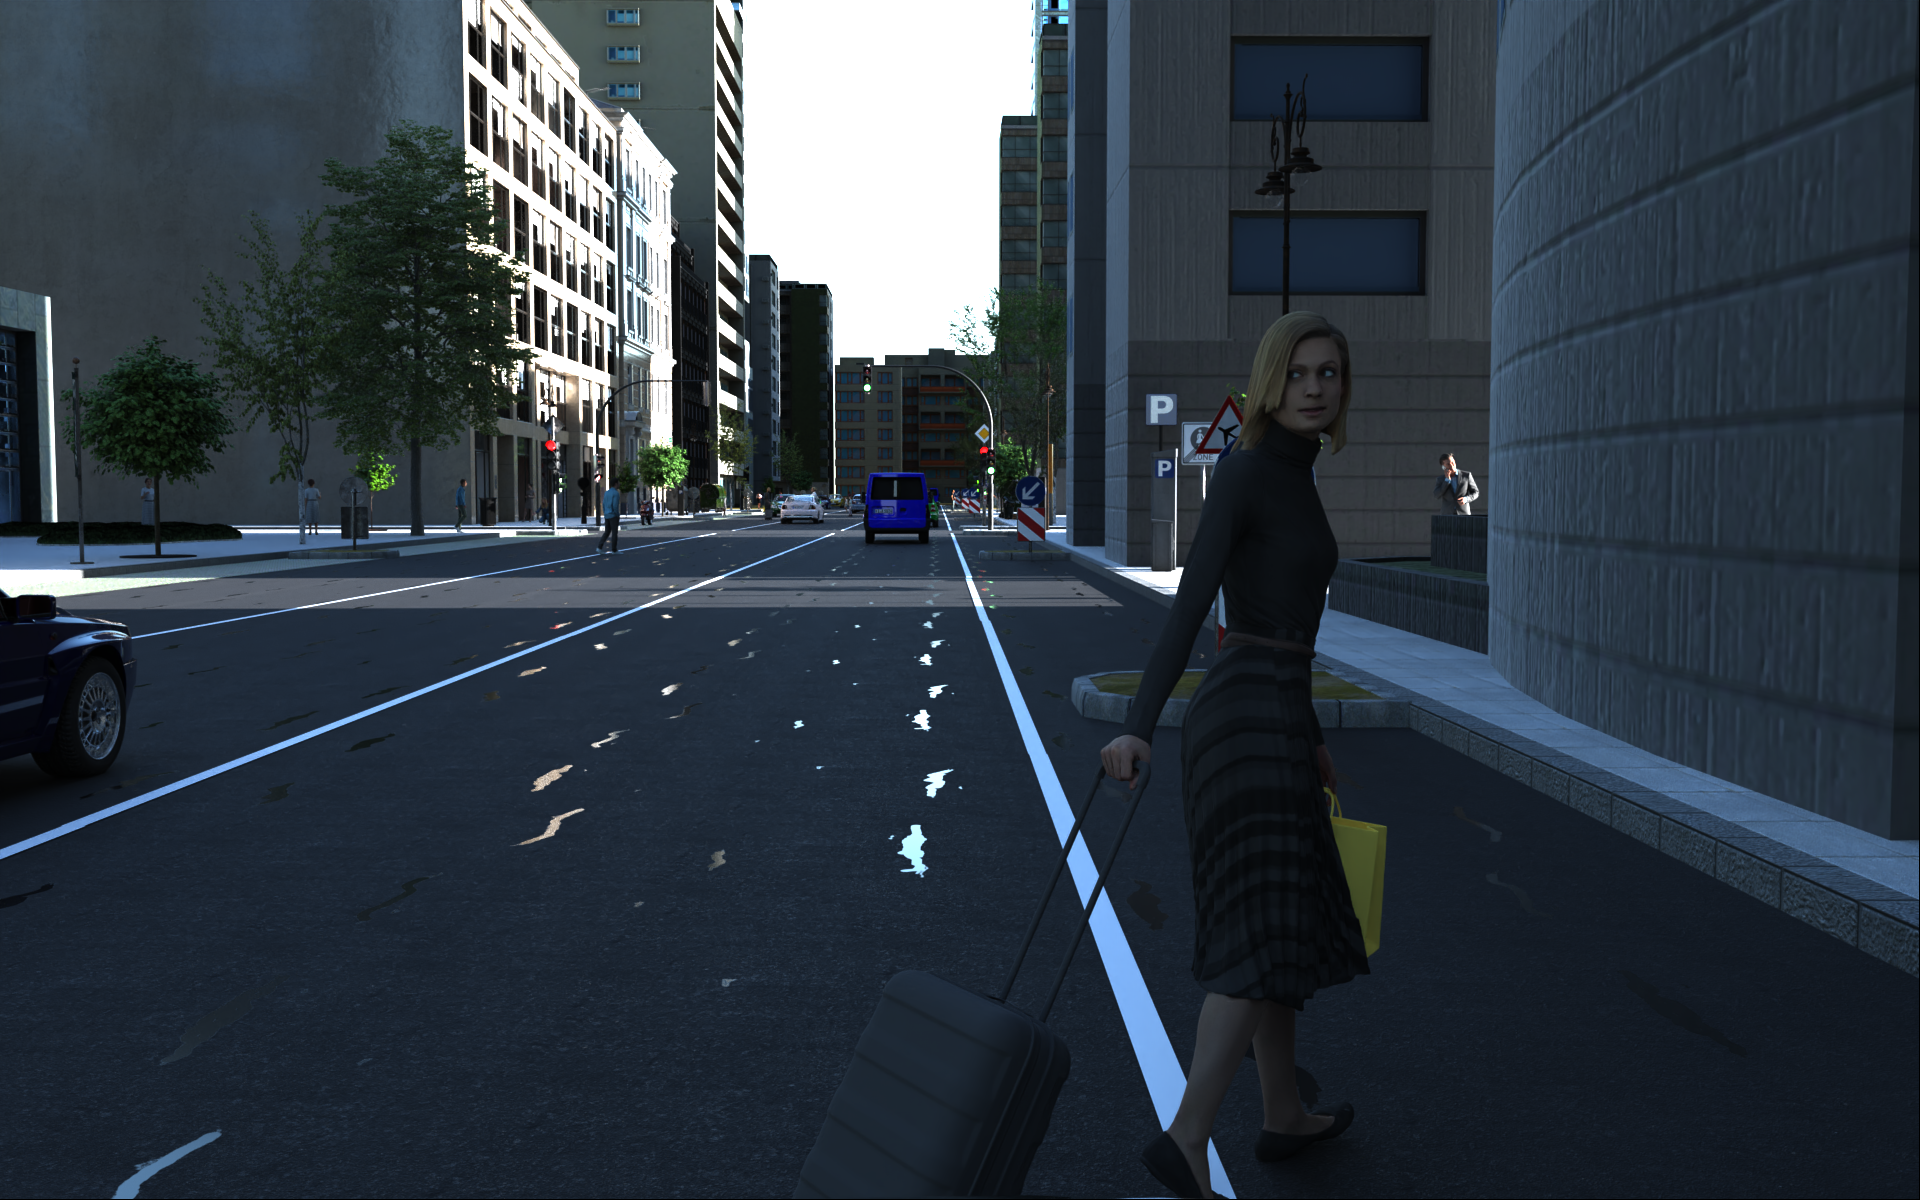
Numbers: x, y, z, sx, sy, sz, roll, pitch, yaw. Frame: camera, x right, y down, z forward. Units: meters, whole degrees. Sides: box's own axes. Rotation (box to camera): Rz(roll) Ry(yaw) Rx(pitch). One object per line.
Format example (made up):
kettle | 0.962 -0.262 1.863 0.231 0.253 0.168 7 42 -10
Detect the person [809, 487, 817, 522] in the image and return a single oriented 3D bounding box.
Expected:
person | -7.576 -4.987 90.270 0.641 1.798 0.478 -1 4 -12

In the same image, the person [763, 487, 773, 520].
person | -10.670 -5.338 95.988 0.699 1.804 1.509 0 4 2

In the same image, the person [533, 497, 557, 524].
person | -17.475 -3.774 73.251 1.012 1.151 0.738 0 4 5

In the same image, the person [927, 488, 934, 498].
person | -1.911 -6.241 110.450 0.836 1.842 0.656 1 4 23

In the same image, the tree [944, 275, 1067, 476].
tree | 3.352 -9.672 83.896 9.928 11.665 9.643 0 3 0

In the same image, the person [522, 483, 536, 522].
person | -19.638 -4.431 78.836 0.599 1.781 0.374 1 4 17

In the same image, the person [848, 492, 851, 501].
person | -13.312 -12.295 210.246 0.721 1.743 1.217 1 4 16

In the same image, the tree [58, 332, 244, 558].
tree | -16.209 -3.141 35.066 4.285 4.588 4.351 0 3 0

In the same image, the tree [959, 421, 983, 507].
tree | 1.940 -13.234 166.735 4.360 8.622 3.978 0 3 0

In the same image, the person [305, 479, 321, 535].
person | -20.267 -2.914 54.262 0.480 1.755 0.524 -1 4 -21

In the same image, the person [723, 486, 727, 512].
person | -17.370 -7.417 127.113 0.447 1.846 0.655 -1 4 -21

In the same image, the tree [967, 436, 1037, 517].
tree | 2.793 -6.999 98.140 4.285 4.588 4.351 0 3 0

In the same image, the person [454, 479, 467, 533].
person | -16.537 -3.114 57.301 0.444 1.785 0.601 -1 4 -17

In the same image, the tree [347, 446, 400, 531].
tree | -20.439 -4.006 60.099 1.663 3.219 1.824 0 3 0

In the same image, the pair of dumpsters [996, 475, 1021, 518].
pair of dumpsters | 2.767 -5.466 91.864 1.574 2.255 4.437 0 4 -1

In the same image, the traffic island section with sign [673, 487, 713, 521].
traffic island section with sign | -14.464 -5.224 94.044 1.989 1.847 2.006 0 4 -1

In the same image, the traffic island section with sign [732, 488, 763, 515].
traffic island section with sign | -14.831 -6.886 121.206 1.989 1.847 2.006 0 4 -1

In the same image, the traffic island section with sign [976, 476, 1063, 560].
traffic island section with sign | 1.426 -1.828 38.517 1.989 1.847 2.006 0 4 -1

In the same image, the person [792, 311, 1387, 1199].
person | 0.331 0.326 3.382 1.509 1.804 0.699 -2 4 -32

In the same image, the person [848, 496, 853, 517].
person | -7.016 -5.979 110.532 0.394 1.301 0.425 -1 4 -13

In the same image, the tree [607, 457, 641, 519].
tree | -17.450 -5.893 90.946 1.663 3.219 1.824 0 3 0

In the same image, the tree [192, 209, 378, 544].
tree | -17.043 -5.725 43.967 4.737 8.622 4.395 0 3 0

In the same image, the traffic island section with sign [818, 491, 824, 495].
traffic island section with sign | -15.876 -11.618 198.588 1.989 1.847 2.006 0 4 -1

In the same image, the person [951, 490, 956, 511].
person | -0.574 -8.604 149.195 0.705 1.822 1.348 1 4 11

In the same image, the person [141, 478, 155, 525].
person | -23.553 -2.676 50.365 0.524 1.755 0.480 2 4 31

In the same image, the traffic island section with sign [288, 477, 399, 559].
traffic island section with sign | -13.713 -1.846 38.802 1.989 1.847 2.006 0 4 -1

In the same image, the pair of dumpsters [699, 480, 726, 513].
pair of dumpsters | -17.223 -7.204 120.271 1.574 2.255 4.437 0 4 -1

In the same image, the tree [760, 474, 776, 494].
tree | -18.334 -10.570 167.414 1.663 3.219 1.824 0 3 0

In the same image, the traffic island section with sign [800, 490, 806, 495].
traffic island section with sign | -15.517 -9.970 171.635 1.989 1.847 2.006 0 4 -1

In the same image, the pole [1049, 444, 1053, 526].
pole | 3.683 -4.679 70.340 0.158 3.312 0.155 0 3 0

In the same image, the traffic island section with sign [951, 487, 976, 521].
traffic island section with sign | 0.661 -5.221 93.992 1.989 1.847 2.006 0 4 -1

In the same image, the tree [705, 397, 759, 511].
tree | -17.219 -11.008 130.342 4.737 8.622 4.395 0 3 0

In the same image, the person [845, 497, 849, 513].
person | -8.724 -7.363 133.893 0.382 1.210 0.505 -2 4 -26

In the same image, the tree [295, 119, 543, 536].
tree | -16.374 -8.244 52.913 7.486 12.596 7.792 0 3 0

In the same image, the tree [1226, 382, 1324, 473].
tree | 4.693 -1.928 26.119 1.663 3.219 1.824 0 3 0

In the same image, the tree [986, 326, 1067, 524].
tree | 3.871 -7.636 75.203 4.360 8.622 3.978 0 3 0

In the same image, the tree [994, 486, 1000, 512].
tree | 3.068 -7.940 124.414 1.663 3.219 1.824 0 3 0

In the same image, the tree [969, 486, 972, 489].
tree | 2.078 -13.056 208.071 1.663 3.219 1.824 0 3 0

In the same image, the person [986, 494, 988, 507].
person | 2.694 -9.849 167.873 0.742 1.727 0.445 2 4 31

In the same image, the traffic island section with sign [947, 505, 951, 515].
traffic island section with sign | 0.298 -6.876 121.048 1.989 1.847 2.006 0 4 -1

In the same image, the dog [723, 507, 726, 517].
dog | -14.407 -5.303 105.993 0.540 0.507 0.406 3 5 44

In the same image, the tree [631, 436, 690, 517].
tree | -16.953 -7.000 98.160 4.285 4.588 4.351 0 3 0

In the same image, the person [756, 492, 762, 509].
person | -17.441 -8.601 149.861 0.628 1.438 0.799 -2 4 -29

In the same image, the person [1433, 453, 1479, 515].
person | 6.861 -1.104 23.899 0.655 1.846 0.447 1 4 16

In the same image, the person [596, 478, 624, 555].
person | -8.312 -1.989 41.046 0.660 1.820 0.620 3 5 43

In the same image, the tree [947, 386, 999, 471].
tree | 2.401 -13.195 150.142 7.601 10.594 8.767 -1 4 -23

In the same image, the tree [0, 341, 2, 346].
tree | -26.387 -5.724 43.954 4.360 8.622 3.978 0 3 0

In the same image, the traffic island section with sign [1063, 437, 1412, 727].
traffic island section with sign | 1.774 -0.180 11.564 1.989 1.847 2.006 0 4 -1

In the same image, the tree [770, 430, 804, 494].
tree | -19.279 -14.929 194.451 4.737 8.622 4.395 0 3 0

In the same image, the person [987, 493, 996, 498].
person | 2.698 -9.071 155.029 1.217 1.739 0.721 -2 4 -34

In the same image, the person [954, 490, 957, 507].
person | -0.593 -10.570 181.195 0.709 1.838 0.599 2 4 27

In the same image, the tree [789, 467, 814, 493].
tree | -19.417 -13.982 212.317 4.285 4.588 4.351 0 3 0

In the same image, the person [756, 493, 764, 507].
person | -20.109 -10.105 174.481 0.991 1.433 0.599 2 4 30

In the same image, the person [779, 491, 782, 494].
person | -23.032 -13.109 221.054 0.721 1.739 1.217 -3 5 -41

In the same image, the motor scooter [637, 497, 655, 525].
motor scooter | -14.377 -4.083 79.542 0.815 1.314 1.986 0 4 1

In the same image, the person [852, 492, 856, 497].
person | -11.550 -10.955 188.540 0.530 1.710 0.541 -3 5 -42
